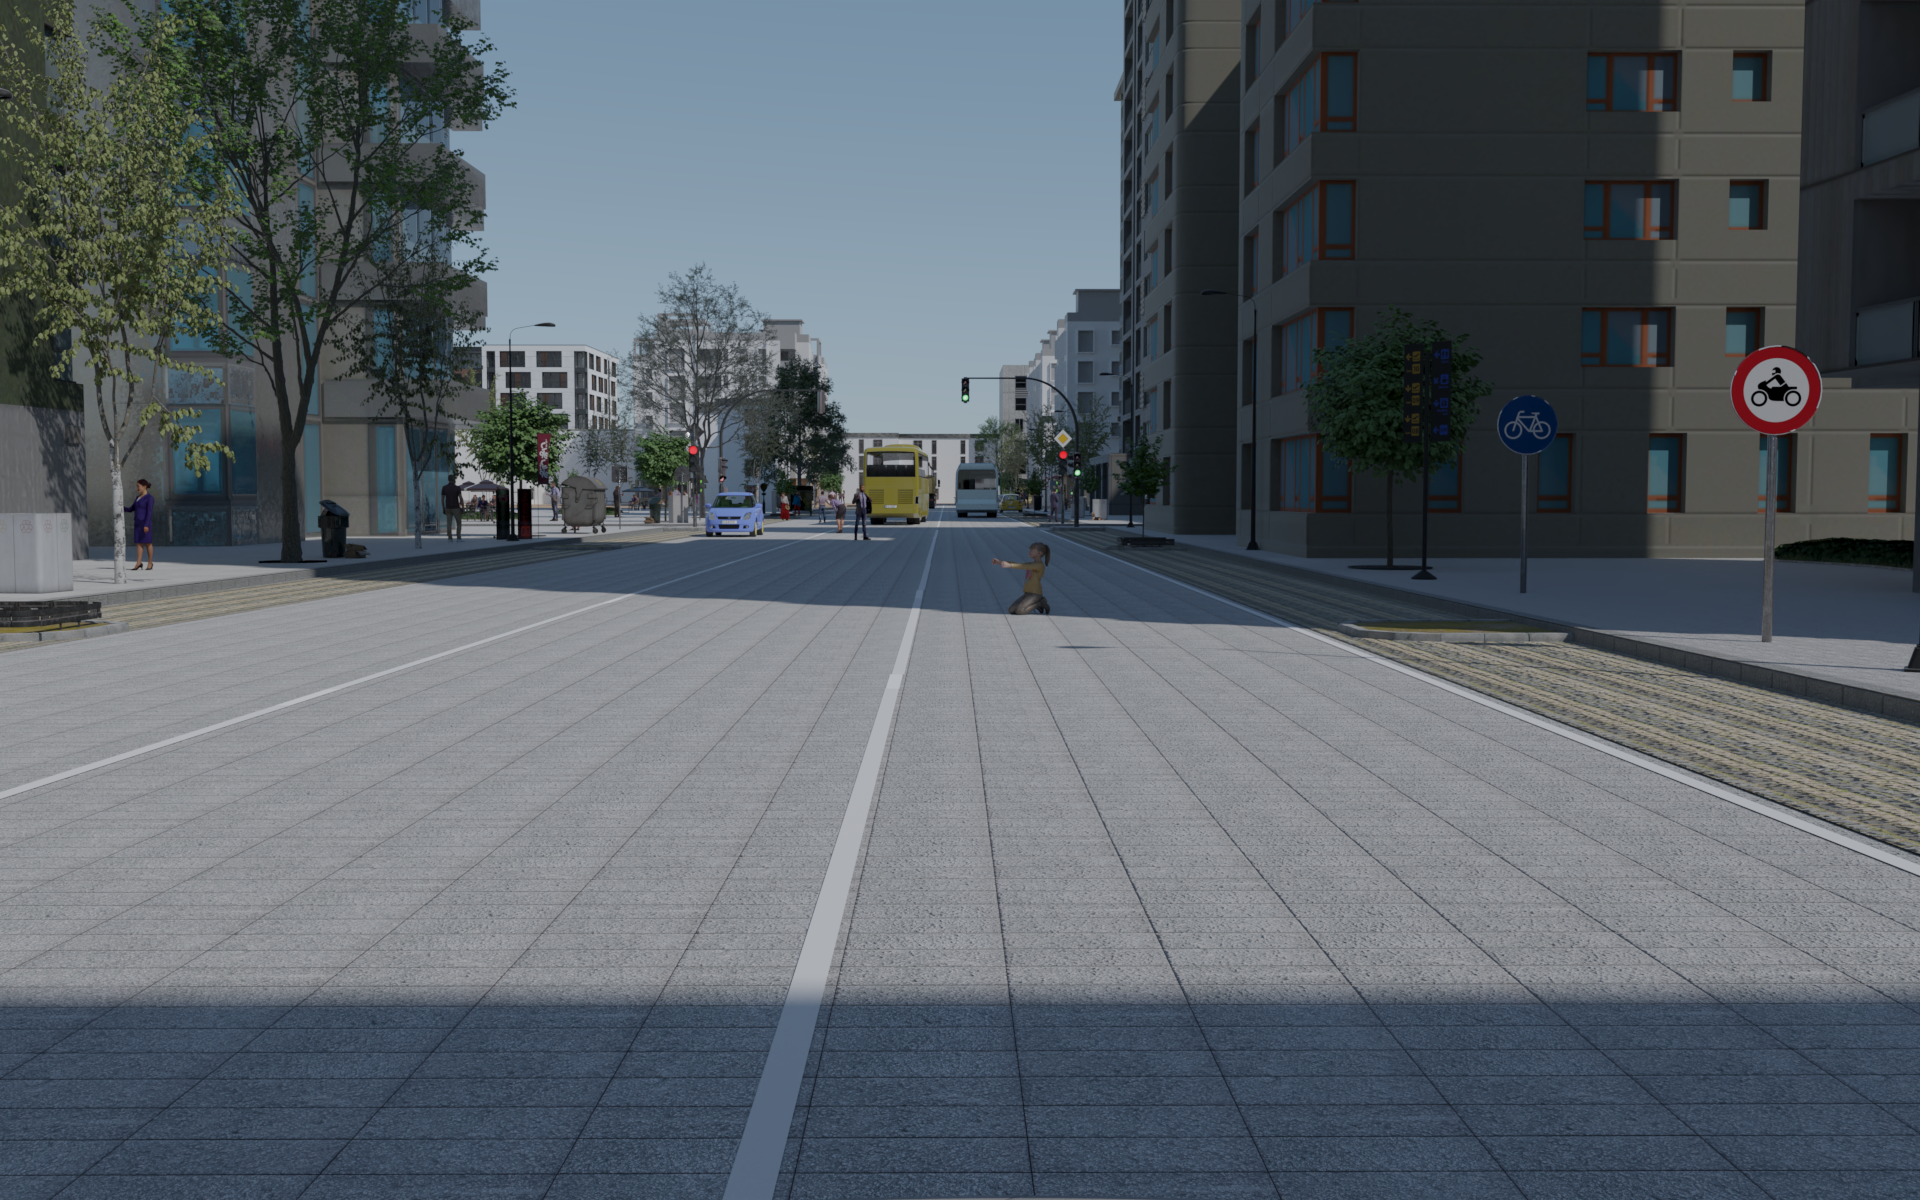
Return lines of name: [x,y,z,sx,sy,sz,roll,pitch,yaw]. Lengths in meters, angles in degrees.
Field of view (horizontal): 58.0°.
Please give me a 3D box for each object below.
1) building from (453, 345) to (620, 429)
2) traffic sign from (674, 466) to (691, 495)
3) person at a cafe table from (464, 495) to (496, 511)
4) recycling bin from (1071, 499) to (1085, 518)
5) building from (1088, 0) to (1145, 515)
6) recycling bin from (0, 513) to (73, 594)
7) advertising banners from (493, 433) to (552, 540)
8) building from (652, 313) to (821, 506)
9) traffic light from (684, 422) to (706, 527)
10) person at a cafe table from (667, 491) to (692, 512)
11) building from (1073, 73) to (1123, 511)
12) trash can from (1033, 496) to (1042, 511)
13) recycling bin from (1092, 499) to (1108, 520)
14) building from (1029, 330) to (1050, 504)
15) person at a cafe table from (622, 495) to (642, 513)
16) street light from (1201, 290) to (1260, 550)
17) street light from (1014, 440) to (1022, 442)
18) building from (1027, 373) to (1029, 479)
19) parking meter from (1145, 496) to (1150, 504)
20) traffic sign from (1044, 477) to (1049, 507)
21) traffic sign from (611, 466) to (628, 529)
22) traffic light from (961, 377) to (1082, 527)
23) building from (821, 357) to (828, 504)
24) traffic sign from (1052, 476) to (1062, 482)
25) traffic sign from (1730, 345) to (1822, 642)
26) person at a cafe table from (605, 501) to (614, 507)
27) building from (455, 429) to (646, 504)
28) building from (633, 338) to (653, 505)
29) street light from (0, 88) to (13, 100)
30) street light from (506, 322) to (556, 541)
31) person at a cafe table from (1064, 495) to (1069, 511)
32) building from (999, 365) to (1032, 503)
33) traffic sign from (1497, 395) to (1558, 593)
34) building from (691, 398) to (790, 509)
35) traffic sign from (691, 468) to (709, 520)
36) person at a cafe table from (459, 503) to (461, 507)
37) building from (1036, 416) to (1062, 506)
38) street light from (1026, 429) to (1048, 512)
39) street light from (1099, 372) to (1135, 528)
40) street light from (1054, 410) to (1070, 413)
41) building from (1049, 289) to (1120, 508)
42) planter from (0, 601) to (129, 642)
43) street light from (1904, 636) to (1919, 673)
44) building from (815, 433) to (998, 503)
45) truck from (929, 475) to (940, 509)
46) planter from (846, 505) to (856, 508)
building: [-67.468,-24.863,250.476,32.646,21.610,27.936,0,4,0]
traffic sign: [-12.460,-4.749,77.752,0.768,2.556,0.104,0,4,7]
person at a cafe table: [-28.424,-5.700,104.051,1.726,1.238,1.698,-3,5,-45]
recycling bin: [6.334,-4.924,93.058,0.722,1.027,0.722,0,4,7]
building: [19.172,-40.910,107.125,20.563,71.187,20.611,0,4,0]
recycling bin: [-12.131,-0.616,22.628,0.722,1.027,0.722,0,4,6]
advertising banners: [-12.388,-3.239,49.138,0.090,3.025,2.074,3,4,38]
building: [-23.598,-20.105,185.136,16.016,20.091,11.380,0,4,0]
traffic light: [-10.303,-4.795,67.326,0.839,4.253,0.868,0,4,0]
person at a cafe table: [-19.780,-6.975,122.563,1.622,1.524,1.698,-1,4,-17]
building: [25.647,-27.308,138.364,32.217,40.220,23.993,0,4,0]
trash can: [5.995,-7.471,133.805,0.748,1.137,0.748,0,3,0]
recycling bin: [6.886,-4.435,85.061,0.722,1.027,0.722,1,4,8]
building: [16.750,-21.323,205.057,16.016,20.091,11.380,0,4,0]
person at a cafe table: [-22.806,-6.633,119.308,1.726,1.238,1.698,-1,4,-10]
street light: [6.175,-4.097,39.531,1.470,5.913,1.316,0,4,0]
street light: [5.344,-10.841,149.788,1.470,5.913,1.316,0,4,0]
building: [16.457,-22.054,216.995,16.016,20.091,11.380,0,4,0]
parking meter: [7.067,-3.426,64.425,0.372,1.533,0.369,0,3,0]
traffic sign: [6.466,-7.890,129.001,0.884,2.594,0.081,0,4,5]
traffic sign: [-12.352,-3.715,62.864,0.606,2.300,0.079,0,4,8]
traffic light: [2.427,-5.665,67.295,4.771,5.953,1.251,0,4,0]
building: [-22.389,-21.995,216.029,11.380,20.091,16.016,0,4,0]
traffic sign: [6.620,-7.300,119.455,0.768,2.556,0.104,0,4,4]
traffic sign: [6.991,-0.907,14.929,0.768,2.556,0.104,0,4,4]
person at a cafe table: [-28.813,-8.062,140.334,1.622,1.524,1.698,0,4,-5]
building: [-53.739,-16.934,219.012,28.070,9.664,9.099,0,4,0]
building: [-33.768,-21.982,215.822,11.380,20.091,16.016,0,4,0]
street light: [-11.534,-2.900,19.951,1.470,5.913,1.316,0,4,0]
street light: [-11.636,-4.554,46.996,1.470,5.913,1.316,0,4,0]
person at a cafe table: [8.143,-7.206,128.684,1.726,1.238,1.698,-2,4,-30]
building: [21.552,-23.189,245.597,31.486,18.905,16.747,0,4,0]
traffic sign: [7.298,-1.362,22.367,0.768,2.556,0.104,0,4,3]
building: [-20.709,-13.677,165.760,9.099,9.664,28.070,0,4,0]
traffic sign: [-12.655,-5.150,84.210,0.884,2.594,0.081,0,4,6]
person at a cafe table: [-31.363,-6.107,110.714,1.698,1.238,1.726,2,4,31]
building: [13.344,-14.894,185.663,9.099,9.664,28.070,0,4,0]
street light: [5.554,-9.205,123.036,1.470,5.913,1.316,0,4,0]
street light: [6.012,-5.733,66.283,1.470,5.913,1.316,0,4,0]
street light: [5.904,-7.553,96.032,1.470,5.913,1.316,0,4,0]
building: [17.155,-18.894,165.340,16.016,20.091,11.380,0,4,0]
planter: [-9.649,0.220,17.548,1.991,0.319,1.994,0,4,0]
street light: [6.450,-2.435,12.353,1.470,5.913,1.316,0,4,0]
building: [-8.550,-18.310,241.519,28.070,9.664,9.099,0,4,0]
truck: [-3.739,-10.796,172.434,3.469,3.379,9.791,0,3,0]
planter: [-10.836,-9.549,177.271,1.991,0.319,1.994,0,4,0]
